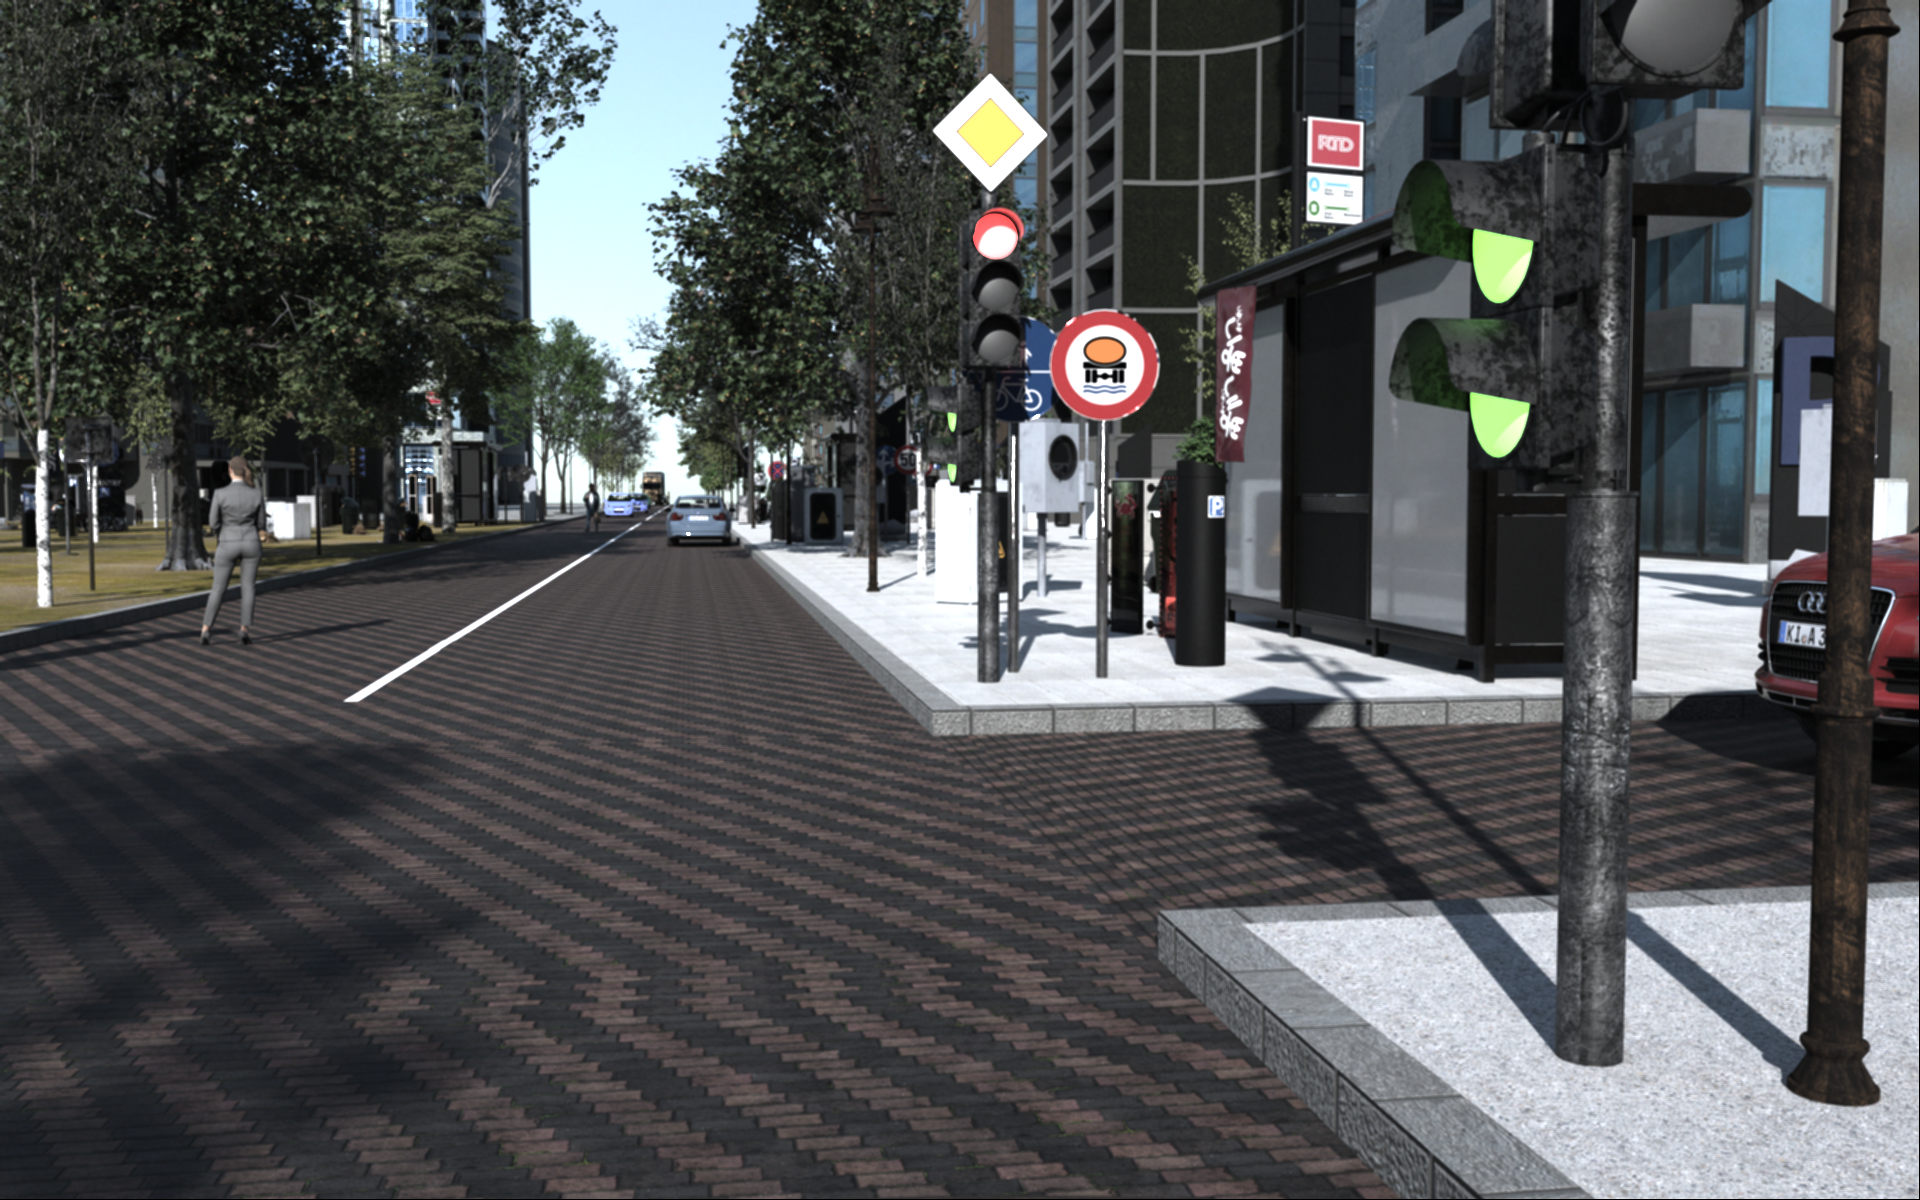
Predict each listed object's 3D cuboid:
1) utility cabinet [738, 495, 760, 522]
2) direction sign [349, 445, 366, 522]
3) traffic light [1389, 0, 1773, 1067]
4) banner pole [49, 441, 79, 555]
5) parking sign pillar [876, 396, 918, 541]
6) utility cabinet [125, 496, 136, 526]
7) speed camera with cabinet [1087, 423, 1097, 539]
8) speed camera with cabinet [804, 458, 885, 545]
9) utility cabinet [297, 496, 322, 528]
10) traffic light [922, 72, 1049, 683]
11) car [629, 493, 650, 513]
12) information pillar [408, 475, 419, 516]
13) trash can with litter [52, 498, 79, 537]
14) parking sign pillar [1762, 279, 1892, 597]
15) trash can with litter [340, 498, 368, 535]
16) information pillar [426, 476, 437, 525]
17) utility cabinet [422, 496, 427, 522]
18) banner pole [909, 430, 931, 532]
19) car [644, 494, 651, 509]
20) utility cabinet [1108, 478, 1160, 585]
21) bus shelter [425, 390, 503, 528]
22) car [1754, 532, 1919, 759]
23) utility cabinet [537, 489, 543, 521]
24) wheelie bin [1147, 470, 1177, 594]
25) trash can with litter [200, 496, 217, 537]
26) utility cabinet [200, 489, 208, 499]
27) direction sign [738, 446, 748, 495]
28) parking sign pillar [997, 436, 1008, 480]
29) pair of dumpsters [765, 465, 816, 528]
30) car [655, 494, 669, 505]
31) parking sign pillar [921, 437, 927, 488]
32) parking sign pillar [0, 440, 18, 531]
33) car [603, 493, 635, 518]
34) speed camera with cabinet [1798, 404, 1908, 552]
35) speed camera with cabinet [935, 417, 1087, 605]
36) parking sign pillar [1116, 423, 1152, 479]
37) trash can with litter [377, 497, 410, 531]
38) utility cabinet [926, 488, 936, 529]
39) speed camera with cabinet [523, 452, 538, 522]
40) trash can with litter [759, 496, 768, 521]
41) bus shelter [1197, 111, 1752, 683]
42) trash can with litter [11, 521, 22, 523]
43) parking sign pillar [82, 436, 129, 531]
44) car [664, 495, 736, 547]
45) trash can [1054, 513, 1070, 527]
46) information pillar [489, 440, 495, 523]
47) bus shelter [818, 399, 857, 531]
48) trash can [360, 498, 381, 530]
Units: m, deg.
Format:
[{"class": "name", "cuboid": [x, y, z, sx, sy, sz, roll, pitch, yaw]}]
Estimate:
[{"class": "utility cabinet", "cuboid": [-9.718, -4.194, 79.736, 1.020, 1.237, 0.306, 2, 4, 29]}, {"class": "direction sign", "cuboid": [-27.884, -5.395, 80.209, 0.876, 3.537, 0.379, 1, 4, 17]}, {"class": "traffic light", "cuboid": [1.415, -0.912, 3.833, 0.839, 4.253, 0.868, -1, 4, -9]}, {"class": "banner pole", "cuboid": [-18.870, -2.825, 36.208, 0.401, 3.779, 0.863, 1, 4, 15]}, {"class": "parking sign pillar", "cuboid": [-2.147, -3.613, 47.546, 1.447, 3.967, 1.447, -2, 4, -24]}, {"class": "utility cabinet", "cuboid": [-33.975, -3.609, 70.167, 0.306, 1.237, 1.020, 3, 5, 44]}, {"class": "speed camera with cabinet", "cuboid": [3.715, -3.330, 48.775, 0.660, 3.252, 2.038, 2, 4, 31]}, {"class": "speed camera with cabinet", "cuboid": [-2.941, -3.045, 44.116, 2.038, 3.252, 0.660, 0, 4, -6]}, {"class": "utility cabinet", "cuboid": [-24.851, -3.364, 66.157, 1.020, 1.237, 0.306, 2, 4, 29]}, {"class": "traffic light", "cuboid": [0.176, -1.395, 11.721, 0.839, 4.253, 0.868, -1, 4, -9]}, {"class": "car", "cuboid": [-24.276, -7.368, 130.064, 1.945, 1.707, 3.694, -1, 4, -10]}, {"class": "information pillar", "cuboid": [-21.139, -3.823, 66.993, 0.304, 2.012, 0.304, 0, 4, -5]}, {"class": "trash can with litter", "cuboid": [-26.840, -2.484, 51.995, 0.624, 1.170, 1.055, -1, 4, -19]}, {"class": "parking sign pillar", "cuboid": [10.810, -2.021, 21.518, 1.447, 3.967, 1.447, 1, 4, 20]}, {"class": "trash can with litter", "cuboid": [-19.182, -2.665, 54.966, 1.055, 1.170, 0.624, 3, 4, 36]}, {"class": "information pillar", "cuboid": [-21.931, -4.124, 71.911, 0.304, 2.012, 0.304, 2, 4, 26]}, {"class": "utility cabinet", "cuboid": [-24.681, -4.250, 80.657, 0.306, 1.237, 1.020, 0, 4, 8]}, {"class": "banner pole", "cuboid": [-1.393, -4.228, 59.137, 0.863, 3.779, 0.401, 2, 4, 30]}, {"class": "car", "cuboid": [-31.314, -9.867, 170.126, 1.959, 1.807, 4.718, -1, 4, -11]}, {"class": "utility cabinet", "cuboid": [2.618, -0.954, 24.279, 1.173, 1.500, 0.318, 2, 4, 28]}, {"class": "bus shelter", "cuboid": [-19.992, -5.639, 69.824, 2.179, 5.291, 8.768, -1, 4, -9]}, {"class": "car", "cuboid": [6.736, -0.014, 8.908, 5.304, 1.827, 2.281, -1, 4, -10]}, {"class": "utility cabinet", "cuboid": [-20.398, -4.553, 83.127, 0.318, 1.500, 1.173, -3, 4, -36]}, {"class": "wheelie bin", "cuboid": [2.847, -0.880, 22.295, 0.693, 1.594, 0.980, -3, 5, -39]}, {"class": "trash can with litter", "cuboid": [-22.820, -2.485, 51.689, 1.678, 1.210, 2.233, 1, 4, 10]}, {"class": "utility cabinet", "cuboid": [-33.353, -4.084, 75.459, 1.173, 1.500, 0.318, 1, 4, 12]}, {"class": "direction sign", "cuboid": [-10.319, -5.544, 82.641, 0.379, 3.537, 0.876, 2, 4, 29]}, {"class": "parking sign pillar", "cuboid": [1.776, -4.711, 65.497, 1.447, 3.967, 1.447, 2, 4, 34]}, {"class": "pair of dumpsters", "cuboid": [-5.960, -3.576, 60.957, 1.574, 2.255, 4.437, -1, 4, -9]}, {"class": "car", "cuboid": [-40.022, -13.586, 232.353, 2.015, 1.641, 3.980, 0, 4, -7]}, {"class": "parking sign pillar", "cuboid": [-2.160, -5.519, 78.700, 1.447, 3.967, 1.447, 1, 4, 21]}, {"class": "parking sign pillar", "cuboid": [-34.091, -4.440, 61.066, 1.447, 3.967, 1.447, -3, 5, -41]}, {"class": "car", "cuboid": [-20.911, -5.917, 106.327, 1.945, 1.707, 3.694, -1, 4, -10]}, {"class": "speed camera with cabinet", "cuboid": [9.500, -1.471, 18.388, 0.660, 3.252, 2.038, 3, 5, 42]}, {"class": "speed camera with cabinet", "cuboid": [0.591, -1.614, 20.722, 0.660, 3.252, 2.038, 3, 5, 42]}, {"class": "parking sign pillar", "cuboid": [6.565, -4.712, 65.518, 1.447, 3.967, 1.447, -1, 4, -11]}, {"class": "trash can with litter", "cuboid": [-19.608, -2.965, 59.869, 0.624, 1.170, 1.055, 2, 4, 27]}, {"class": "utility cabinet", "cuboid": [-0.785, -3.329, 63.104, 1.173, 1.500, 0.318, -1, 4, -15]}, {"class": "speed camera with cabinet", "cuboid": [-19.811, -5.234, 79.907, 0.660, 3.252, 2.038, -1, 4, -12]}, {"class": "trash can with litter", "cuboid": [-9.618, -4.314, 81.915, 1.055, 1.170, 0.624, 0, 4, -8]}, {"class": "bus shelter", "cuboid": [3.682, -2.343, 15.936, 2.179, 5.291, 8.768, -1, 4, -9]}, {"class": "trash can with litter", "cuboid": [-40.860, -3.992, 76.330, 1.678, 1.210, 2.233, -1, 4, -19]}, {"class": "parking sign pillar", "cuboid": [-29.761, -4.387, 60.205, 1.447, 3.967, 1.447, -2, 4, -28]}, {"class": "car", "cuboid": [-7.304, -2.240, 48.624, 2.014, 1.417, 4.499, 0, 4, -7]}, {"class": "trash can", "cuboid": [4.018, -3.449, 68.038, 0.748, 1.137, 0.748, 0, 3, 0]}, {"class": "information pillar", "cuboid": [-20.567, -5.172, 75.915, 0.183, 3.616, 0.504, -2, 4, -29]}, {"class": "bus shelter", "cuboid": [-4.038, -5.274, 63.858, 2.179, 5.291, 8.768, -1, 4, -9]}, {"class": "trash can", "cuboid": [-21.324, -3.122, 62.695, 0.748, 1.137, 0.748, 0, 3, 0]}]
